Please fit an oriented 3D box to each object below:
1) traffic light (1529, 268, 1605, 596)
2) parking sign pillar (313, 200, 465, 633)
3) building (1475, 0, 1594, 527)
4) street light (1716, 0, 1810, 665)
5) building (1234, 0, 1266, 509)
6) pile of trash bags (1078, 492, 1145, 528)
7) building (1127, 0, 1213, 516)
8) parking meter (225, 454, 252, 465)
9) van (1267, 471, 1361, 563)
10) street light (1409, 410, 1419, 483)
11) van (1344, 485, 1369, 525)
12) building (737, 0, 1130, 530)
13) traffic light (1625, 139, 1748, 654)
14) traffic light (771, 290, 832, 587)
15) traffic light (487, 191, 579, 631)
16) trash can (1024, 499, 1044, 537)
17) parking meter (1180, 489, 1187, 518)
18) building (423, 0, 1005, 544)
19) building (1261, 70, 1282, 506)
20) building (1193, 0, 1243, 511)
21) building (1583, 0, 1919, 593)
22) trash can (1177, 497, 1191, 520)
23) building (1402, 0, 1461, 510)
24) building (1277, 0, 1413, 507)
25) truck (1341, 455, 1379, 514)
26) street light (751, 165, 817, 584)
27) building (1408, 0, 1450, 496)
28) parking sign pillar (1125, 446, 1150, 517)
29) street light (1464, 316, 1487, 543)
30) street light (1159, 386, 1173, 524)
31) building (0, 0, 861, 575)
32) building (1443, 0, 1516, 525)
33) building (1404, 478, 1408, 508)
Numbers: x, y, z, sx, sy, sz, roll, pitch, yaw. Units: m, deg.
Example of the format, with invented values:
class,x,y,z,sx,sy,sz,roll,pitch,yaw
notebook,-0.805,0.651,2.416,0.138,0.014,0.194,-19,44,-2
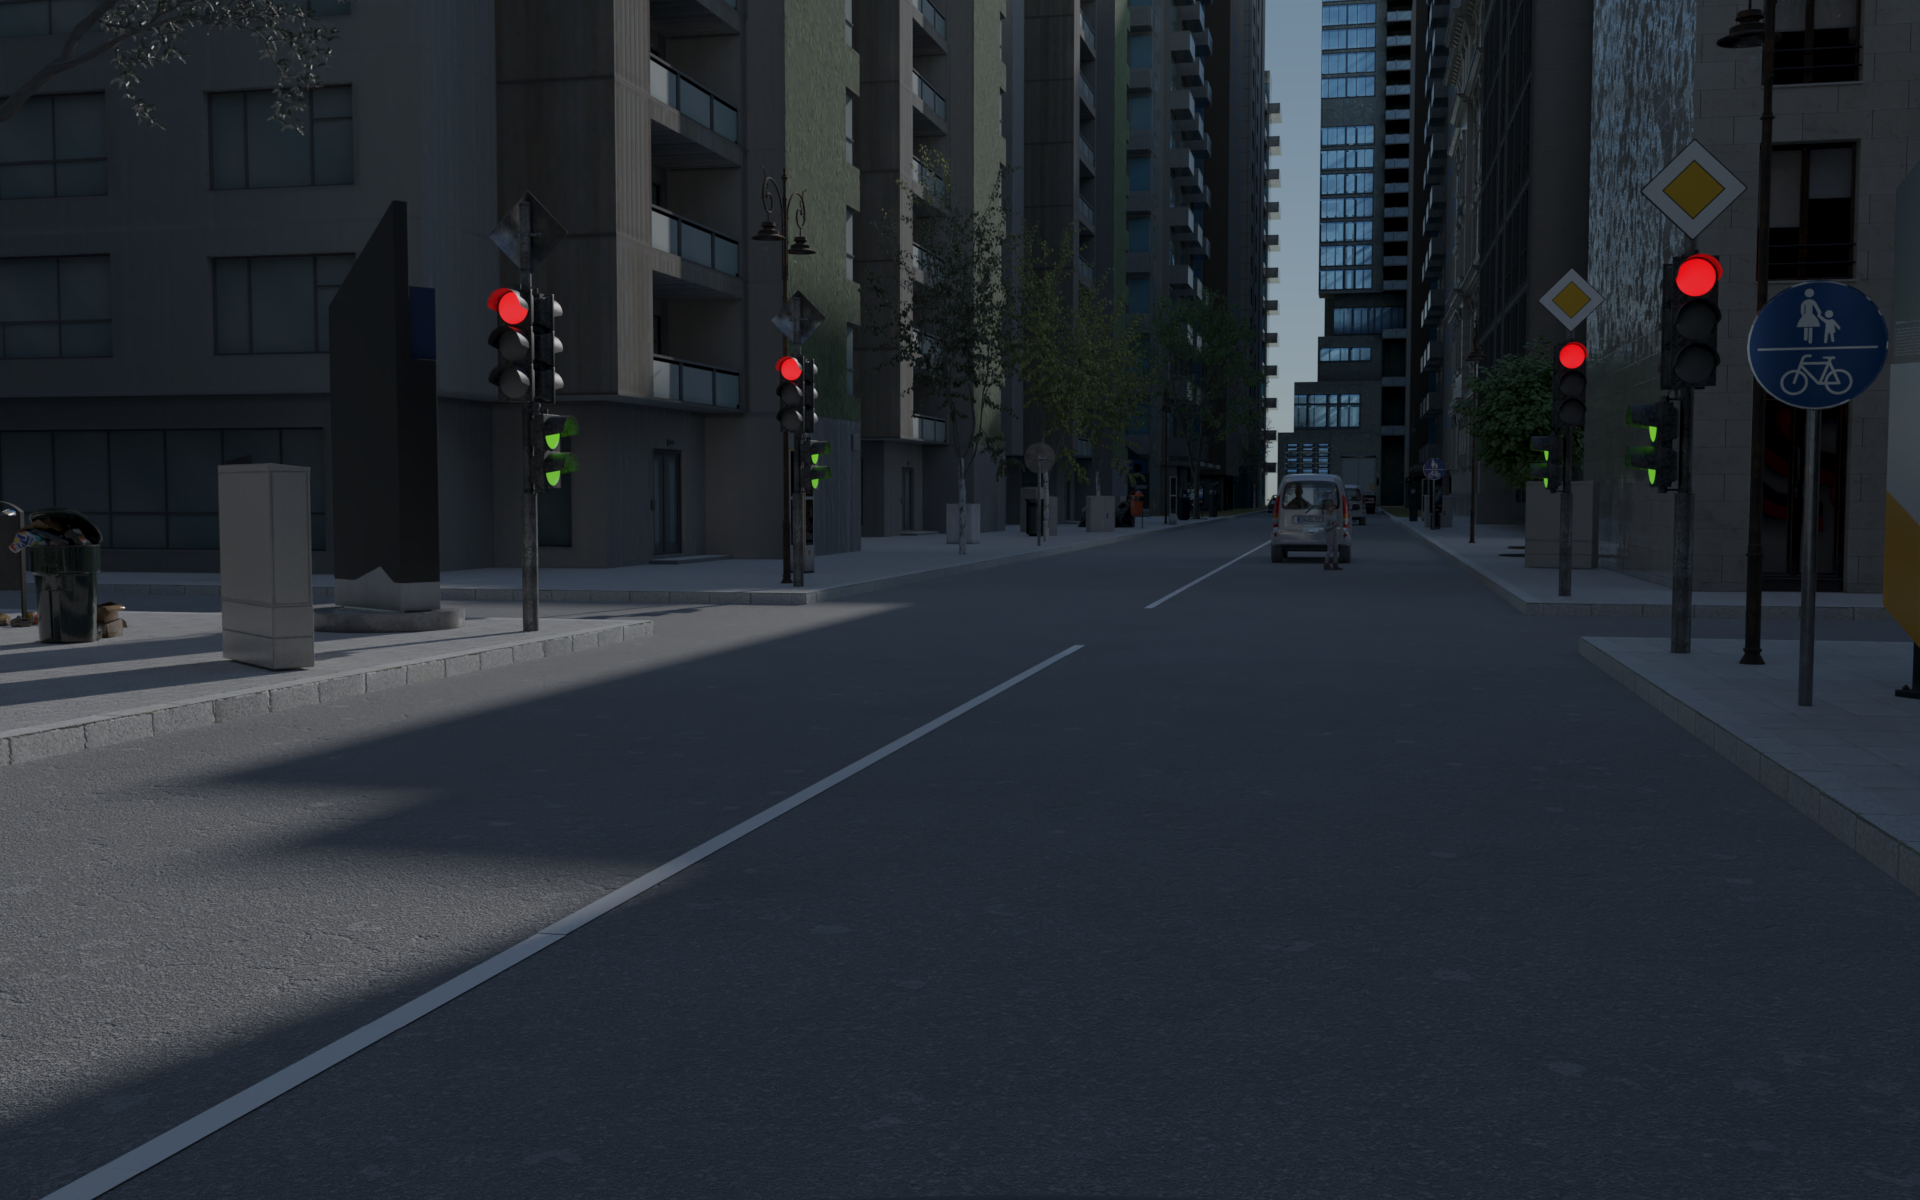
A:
class,x,y,z,sx,sy,sz,roll,pitch,yaw
traffic light,7.588,-2.003,21.672,0.839,4.253,0.868,1,4,13
parking sign pillar,-5.515,-1.718,16.557,1.447,3.967,1.447,3,5,43
building,25.334,-16.144,57.455,14.314,27.812,24.014,1,4,13
street light,5.986,-2.454,12.909,0.468,5.910,1.993,1,4,13
building,17.488,-44.234,161.472,20.611,71.187,20.563,1,4,13
pile of trash bags,5.986,-3.444,66.066,1.912,1.369,3.447,-2,4,-27
building,4.744,-30.259,114.337,23.786,49.044,30.456,1,4,13
parking meter,-10.598,-1.207,25.450,0.399,1.863,0.255,-2,4,-25
van,7.640,-1.864,37.495,2.013,2.044,4.112,1,4,13
street light,24.624,-7.420,94.103,0.468,5.910,1.993,1,4,13
van,18.033,-4.506,80.687,2.013,2.044,4.112,1,4,12
building,-0.464,-23.970,75.512,14.154,41.232,14.086,1,4,13
traffic light,5.807,-1.527,13.887,0.839,4.253,0.868,1,4,13
traffic light,-2.224,-2.139,23.892,0.839,4.253,0.868,1,4,13
traffic light,-4.005,-1.663,16.108,0.839,4.253,0.868,1,4,13
trash can,2.308,-2.496,52.469,0.748,1.137,0.748,0,3,0
parking meter,11.667,-5.016,90.423,0.372,1.533,0.369,0,3,0
building,-6.780,-22.676,54.340,14.154,41.232,14.086,1,4,13
building,20.351,-35.119,193.800,30.456,49.044,23.786,1,4,13
building,14.582,-29.698,135.679,14.600,45.320,14.200,1,4,13
building,18.854,-10.435,25.361,16.860,20.320,10.420,1,4,13
trash can,10.895,-4.444,84.319,0.748,1.137,0.748,0,3,0
building,44.834,-30.276,145.127,14.600,45.320,14.200,1,4,13
building,50.689,-53.392,185.623,31.000,86.520,22.319,1,4,13
truck,29.825,-8.591,129.374,2.839,4.237,11.283,1,4,14
street light,-2.490,-3.178,24.741,0.468,5.910,1.993,1,4,13
building,44.510,-30.741,122.227,23.786,49.044,30.456,1,4,13
parking sign pillar,9.885,-6.611,96.570,1.447,3.967,1.447,-1,4,-15
street light,13.405,-4.426,45.158,0.468,5.910,1.993,1,4,13
street light,8.836,-6.202,74.191,0.468,5.910,1.993,1,4,13
building,-10.591,-21.346,32.597,14.154,41.232,14.086,1,4,13
building,30.275,-17.988,81.495,14.401,28.519,23.554,1,4,13
building,48.238,-29.074,158.956,14.154,41.232,14.086,1,4,13
